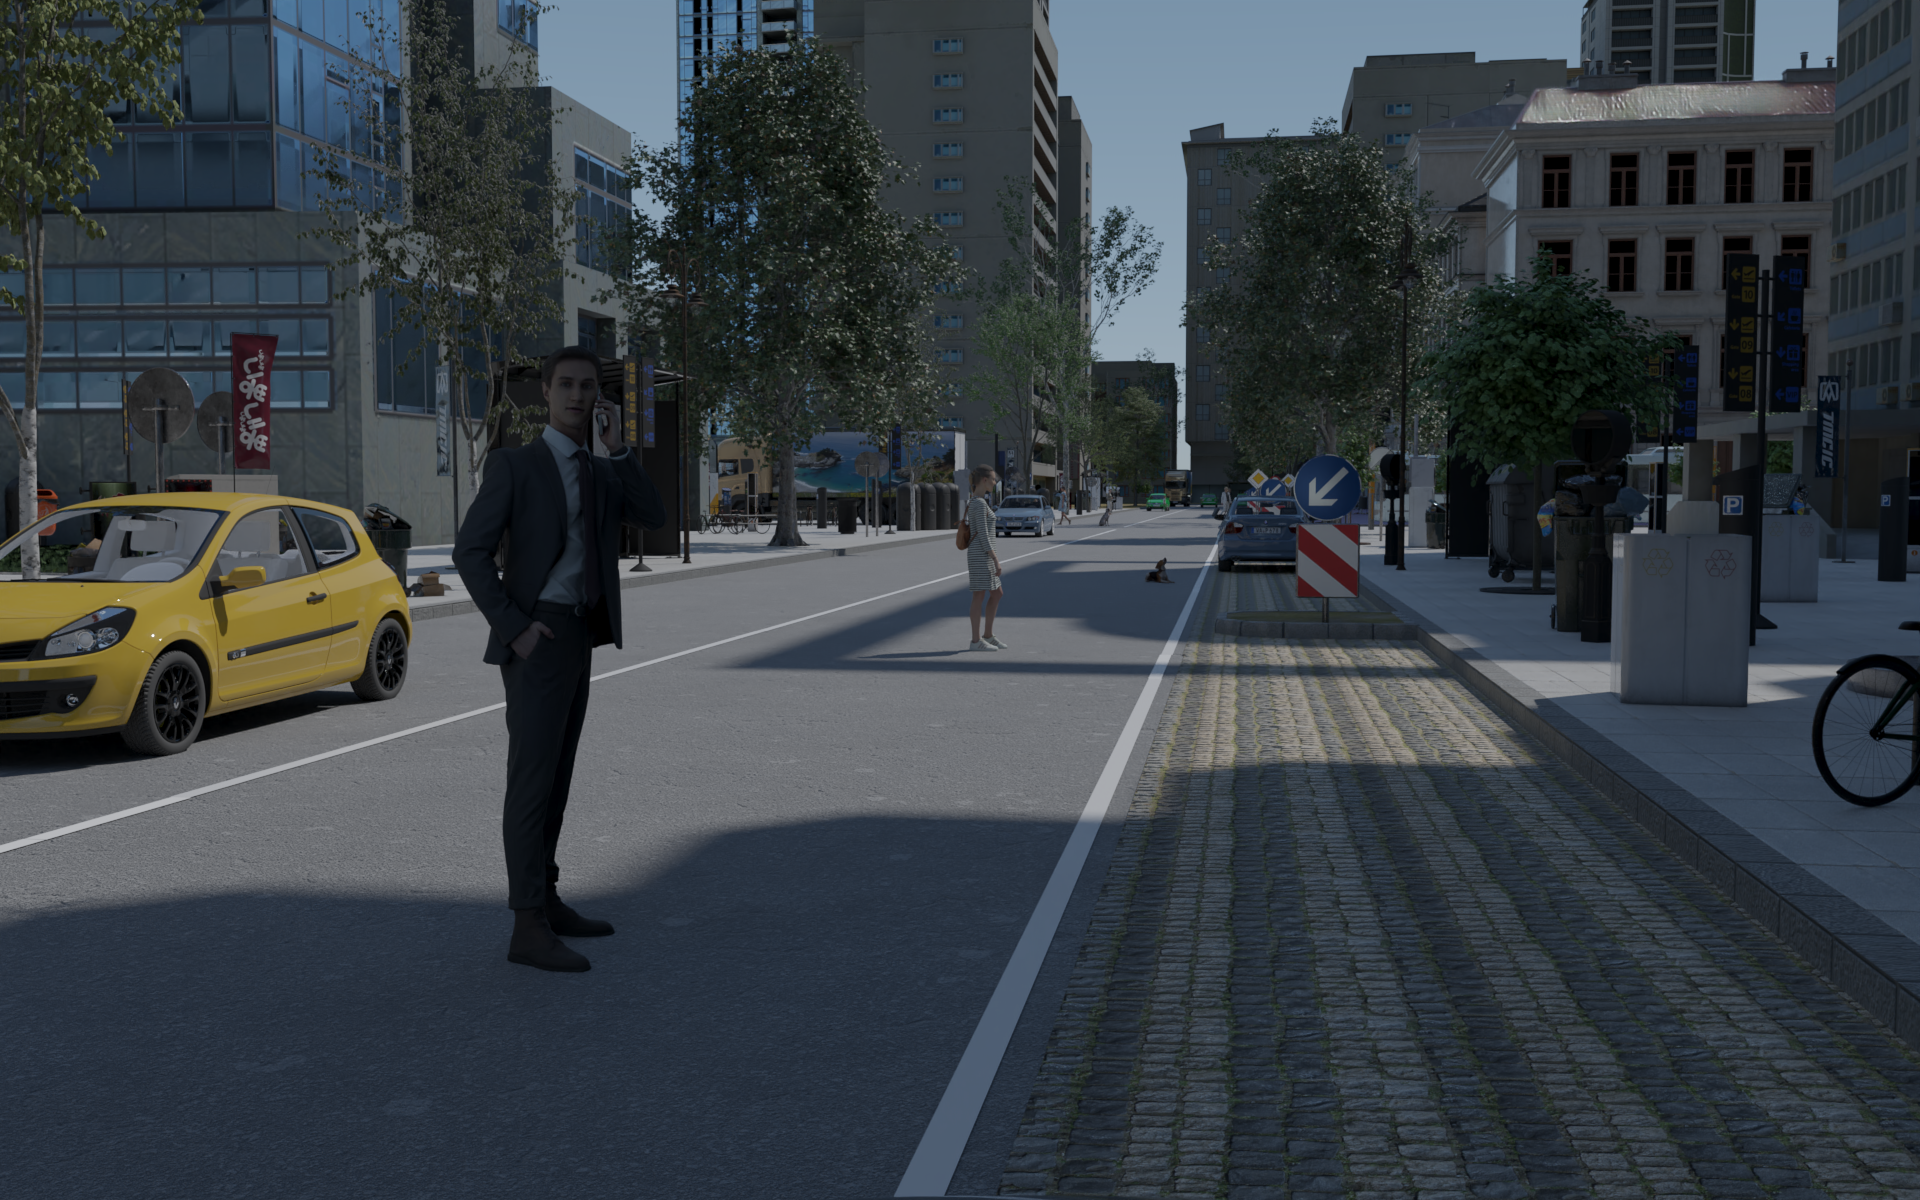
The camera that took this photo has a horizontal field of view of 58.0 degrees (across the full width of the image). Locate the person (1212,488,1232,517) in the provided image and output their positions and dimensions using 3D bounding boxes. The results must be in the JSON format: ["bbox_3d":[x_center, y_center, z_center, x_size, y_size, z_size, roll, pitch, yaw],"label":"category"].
[{"bbox_3d":[16.634,-6.163,109.474,1.509,1.804,0.699,-1,4,-15],"label":"person"}]

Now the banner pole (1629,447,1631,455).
[{"bbox_3d":[30.117,-5.404,78.373,0.863,3.779,0.401,-1,4,-21],"label":"banner pole"}]

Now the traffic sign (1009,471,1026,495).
[{"bbox_3d":[2.542,-4.474,76.784,0.795,2.450,0.064,1,4,9],"label":"traffic sign"}]

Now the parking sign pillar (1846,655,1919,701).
[{"bbox_3d":[6.506,-1.379,11.016,1.447,3.967,1.447,2,4,25],"label":"parking sign pillar"}]

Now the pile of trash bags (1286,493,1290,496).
[{"bbox_3d":[20.696,-6.055,108.744,1.912,1.369,3.447,0,4,6],"label":"pile of trash bags"}]

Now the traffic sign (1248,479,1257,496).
[{"bbox_3d":[12.850,-4.371,75.105,0.795,2.450,0.064,1,4,9],"label":"traffic sign"}]

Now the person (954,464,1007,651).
[{"bbox_3d":[0.204,-0.386,15.807,0.522,1.701,0.512,0,4,-7],"label":"person"}]

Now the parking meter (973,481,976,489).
[{"bbox_3d":[0.793,-4.326,76.438,0.399,1.863,0.255,-3,5,-42],"label":"parking meter"}]

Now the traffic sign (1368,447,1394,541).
[{"bbox_3d":[11.442,-2.869,47.011,0.768,2.556,0.104,1,4,14],"label":"traffic sign"}]

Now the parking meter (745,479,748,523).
[{"bbox_3d":[-8.206,-3.765,67.268,0.255,1.863,0.399,0,3,0],"label":"parking meter"}]

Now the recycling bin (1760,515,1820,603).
[{"bbox_3d":[9.806,-0.505,20.806,0.722,1.027,0.722,0,4,1],"label":"recycling bin"}]

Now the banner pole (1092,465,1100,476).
[{"bbox_3d":[11.830,-9.798,150.209,0.863,3.779,0.401,2,4,24],"label":"banner pole"}]

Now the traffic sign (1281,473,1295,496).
[{"bbox_3d":[18.303,-5.836,96.604,0.795,2.450,0.064,1,4,18],"label":"traffic sign"}]

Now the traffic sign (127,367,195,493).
[{"bbox_3d":[-8.051,-1.060,17.435,0.768,2.556,0.104,1,4,12],"label":"traffic sign"}]

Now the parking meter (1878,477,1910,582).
[{"bbox_3d":[13.715,-1.042,25.443,0.372,1.533,0.369,0,3,0],"label":"parking meter"}]

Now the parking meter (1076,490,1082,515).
[{"bbox_3d":[7.306,-5.968,105.989,0.372,1.533,0.369,0,3,0],"label":"parking meter"}]

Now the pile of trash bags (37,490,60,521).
[{"bbox_3d":[-19.602,-1.489,34.092,3.447,1.369,1.912,-3,5,-43],"label":"pile of trash bags"}]

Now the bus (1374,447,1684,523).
[{"bbox_3d":[22.339,-4.548,69.220,13.247,3.499,2.948,1,4,10],"label":"bus"}]

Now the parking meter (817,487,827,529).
[{"bbox_3d":[-5.116,-3.409,64.141,0.372,1.533,0.369,0,3,0],"label":"parking meter"}]

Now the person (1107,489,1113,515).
[{"bbox_3d":[10.346,-6.747,119.366,0.362,1.759,0.519,2,4,26],"label":"person"}]

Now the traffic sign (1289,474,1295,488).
[{"bbox_3d":[19.106,-6.044,99.999,0.795,2.450,0.064,1,4,16],"label":"traffic sign"}]

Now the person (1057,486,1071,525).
[{"bbox_3d":[4.850,-4.388,80.344,0.778,1.811,0.616,2,4,35],"label":"person"}]

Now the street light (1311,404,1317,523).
[{"bbox_3d":[13.493,-5.705,66.067,0.468,5.910,1.993,1,4,9],"label":"street light"}]

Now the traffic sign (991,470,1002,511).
[{"bbox_3d":[1.270,-3.991,68.901,0.795,2.450,0.064,1,4,9],"label":"traffic sign"}]

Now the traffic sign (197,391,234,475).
[{"bbox_3d":[-9.115,-1.303,21.411,0.768,2.556,0.104,1,4,16],"label":"traffic sign"}]

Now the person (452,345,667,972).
[{"bbox_3d":[-1.238,0.145,5.490,0.474,1.900,0.648,1,4,21],"label":"person"}]

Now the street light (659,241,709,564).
[{"bbox_3d":[-5.047,-3.611,31.825,0.468,5.910,1.993,1,4,9],"label":"street light"}]

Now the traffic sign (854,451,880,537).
[{"bbox_3d":[-2.772,-3.146,51.539,0.768,2.556,0.104,1,4,10],"label":"traffic sign"}]

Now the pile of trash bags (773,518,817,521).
[{"bbox_3d":[-7.583,-4.539,83.967,1.912,1.369,3.447,2,4,31],"label":"pile of trash bags"}]

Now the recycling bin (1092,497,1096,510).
[{"bbox_3d":[10.417,-7.713,138.654,0.722,1.027,0.722,-1,4,-18],"label":"recycling bin"}]

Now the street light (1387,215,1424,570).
[{"bbox_3d":[7.441,-3.441,29.050,0.468,5.910,1.993,1,4,9],"label":"street light"}]

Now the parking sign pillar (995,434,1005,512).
[{"bbox_3d":[1.791,-5.488,78.201,1.447,3.967,1.447,0,4,2],"label":"parking sign pillar"}]

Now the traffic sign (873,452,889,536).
[{"bbox_3d":[-2.516,-3.202,52.466,0.768,2.556,0.104,1,4,13],"label":"traffic sign"}]

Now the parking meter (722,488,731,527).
[{"bbox_3d":[-9.158,-3.643,67.974,0.372,1.533,0.369,0,3,0],"label":"parking meter"}]

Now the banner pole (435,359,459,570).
[{"bbox_3d":[-8.761,-2.424,29.654,0.401,3.779,0.863,-3,5,-45],"label":"banner pole"}]

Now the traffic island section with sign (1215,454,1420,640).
[{"bbox_3d":[3.662,-0.571,17.967,1.989,1.847,2.006,1,4,9],"label":"traffic island section with sign"}]

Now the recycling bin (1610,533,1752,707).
[{"bbox_3d":[4.483,0.107,10.809,0.722,1.027,0.722,1,4,15],"label":"recycling bin"}]

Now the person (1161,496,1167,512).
[{"bbox_3d":[16.490,-7.780,139.950,0.590,1.304,0.306,-3,4,-36],"label":"person"}]

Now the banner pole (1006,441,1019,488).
[{"bbox_3d":[2.536,-5.629,82.044,0.863,3.779,0.401,-3,4,-36],"label":"banner pole"}]

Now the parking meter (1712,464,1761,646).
[{"bbox_3d":[6.575,-0.385,14.713,0.372,1.533,0.369,0,3,0],"label":"parking meter"}]

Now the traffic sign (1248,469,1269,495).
[{"bbox_3d":[11.578,-3.889,67.222,0.795,2.450,0.064,1,4,9],"label":"traffic sign"}]

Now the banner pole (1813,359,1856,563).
[{"bbox_3d":[16.287,-2.582,32.233,0.863,3.779,0.401,0,4,-7],"label":"banner pole"}]

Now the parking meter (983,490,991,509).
[{"bbox_3d":[1.111,-3.749,69.703,0.372,1.533,0.369,0,3,0],"label":"parking meter"}]

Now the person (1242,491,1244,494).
[{"bbox_3d":[31.296,-11.131,191.206,0.721,1.735,1.217,2,4,25],"label":"person"}]

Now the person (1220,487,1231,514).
[{"bbox_3d":[15.317,-5.604,100.004,0.514,1.842,0.818,-3,5,-43],"label":"person"}]

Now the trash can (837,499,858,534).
[{"bbox_3d":[-3.612,-2.684,55.541,0.748,1.137,0.748,0,3,0],"label":"trash can"}]

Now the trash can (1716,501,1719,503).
[{"bbox_3d":[15.859,-1.455,35.436,0.748,1.137,0.748,0,3,0],"label":"trash can"}]

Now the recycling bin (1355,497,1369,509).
[{"bbox_3d":[34.191,-8.223,146.992,0.722,1.027,0.722,-2,4,-25],"label":"recycling bin"}]

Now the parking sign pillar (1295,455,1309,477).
[{"bbox_3d":[23.520,-7.919,117.943,1.447,3.967,1.447,-1,4,-12],"label":"parking sign pillar"}]

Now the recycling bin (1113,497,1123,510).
[{"bbox_3d":[12.990,-7.999,143.339,0.722,1.027,0.722,-1,4,-18],"label":"recycling bin"}]

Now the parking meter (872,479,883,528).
[{"bbox_3d":[-3.153,-3.683,65.935,0.399,1.863,0.255,-1,4,-13],"label":"parking meter"}]

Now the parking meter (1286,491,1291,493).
[{"bbox_3d":[23.776,-7.162,125.510,0.372,1.533,0.369,0,3,0],"label":"parking meter"}]

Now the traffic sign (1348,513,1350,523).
[{"bbox_3d":[10.650,-2.830,47.450,0.795,2.450,0.064,1,4,10],"label":"traffic sign"}]
